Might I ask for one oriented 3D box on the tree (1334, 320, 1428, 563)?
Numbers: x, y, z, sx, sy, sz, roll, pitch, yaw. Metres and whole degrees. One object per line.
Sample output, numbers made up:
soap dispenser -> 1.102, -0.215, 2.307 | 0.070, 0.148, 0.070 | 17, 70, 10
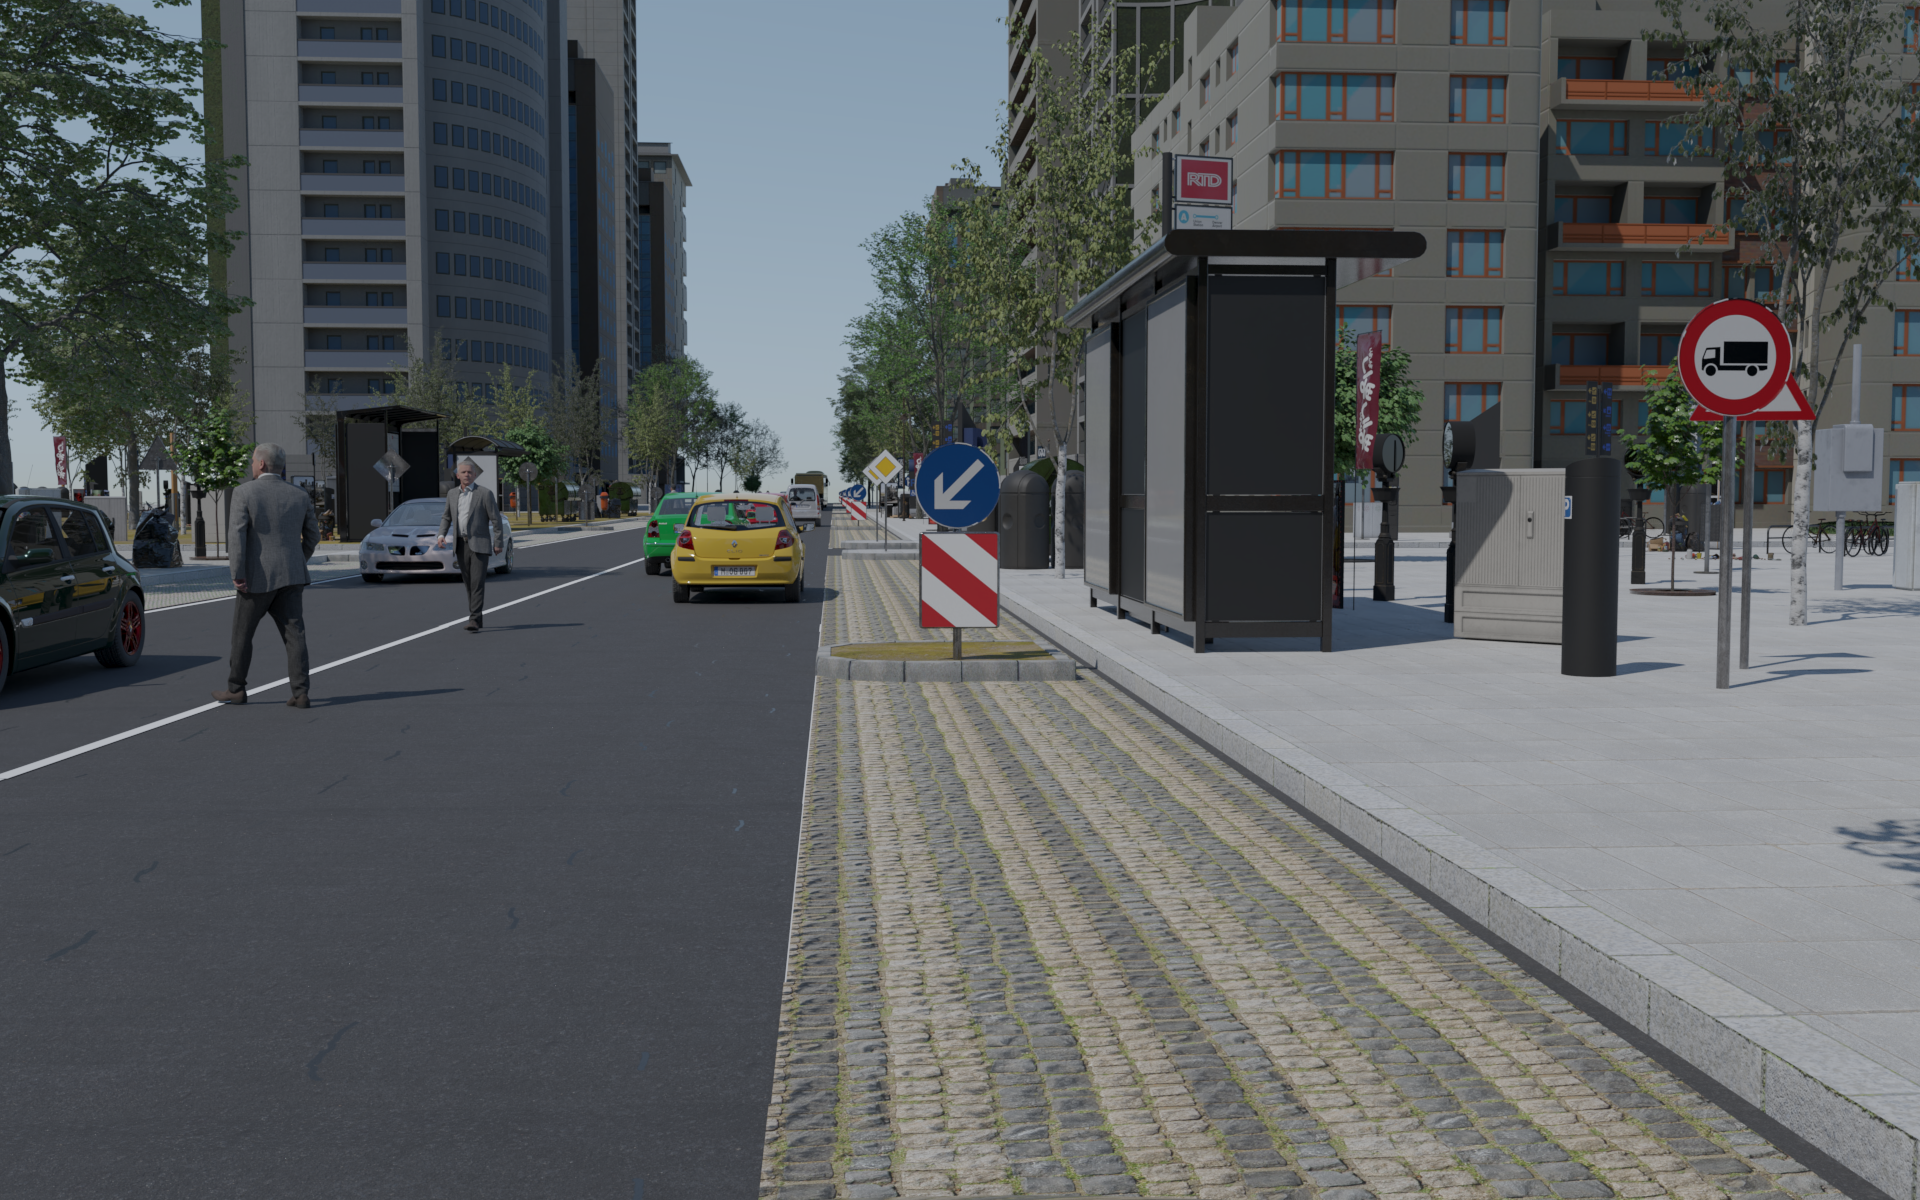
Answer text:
tree -> 7.212, -3.003, 32.818 | 4.285, 4.588, 4.351 | 0, 3, 0

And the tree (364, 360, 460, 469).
tree -> -30.459, -9.058, 98.464 | 4.737, 8.622, 4.395 | 0, 3, 0

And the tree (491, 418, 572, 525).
tree -> -18.234, -5.470, 73.151 | 4.285, 4.588, 4.351 | 0, 3, 0

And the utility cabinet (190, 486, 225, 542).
utility cabinet -> -19.562, -2.254, 45.530 | 1.173, 1.500, 0.318 | 0, 4, 2

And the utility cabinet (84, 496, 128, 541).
utility cabinet -> -23.214, -2.196, 47.073 | 1.020, 1.237, 0.306 | -1, 4, -20

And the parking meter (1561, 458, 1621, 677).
parking meter -> 4.466, -0.235, 12.259 | 0.372, 1.533, 0.369 | 0, 3, 0

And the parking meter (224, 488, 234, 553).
parking meter -> -15.840, -1.796, 37.779 | 0.372, 1.533, 0.369 | 0, 3, 0

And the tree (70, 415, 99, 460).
tree -> -39.123, -7.946, 80.286 | 4.360, 8.622, 3.978 | 0, 3, 0

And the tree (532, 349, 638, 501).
tree -> -19.058, -8.366, 87.151 | 4.360, 8.622, 3.978 | 0, 3, 0

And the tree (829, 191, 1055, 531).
tree -> -0.519, -8.201, 59.848 | 9.928, 11.665, 9.643 | 0, 3, 0

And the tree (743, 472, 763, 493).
tree -> -31.146, -16.881, 259.719 | 4.285, 4.588, 4.351 | 0, 3, 0

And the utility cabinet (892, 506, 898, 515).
utility cabinet -> -3.567, -5.726, 104.786 | 1.020, 1.237, 0.306 | 0, 4, 3

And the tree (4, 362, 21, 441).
tree -> -44.801, -7.858, 78.835 | 4.360, 8.622, 3.978 | 0, 3, 0

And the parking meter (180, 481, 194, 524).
parking meter -> -32.745, -4.134, 73.302 | 0.399, 1.863, 0.255 | 1, 4, 18

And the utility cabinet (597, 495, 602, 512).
utility cabinet -> -19.723, -5.110, 94.708 | 0.306, 1.237, 1.020 | -1, 4, -12

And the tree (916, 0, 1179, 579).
tree -> 1.464, -4.642, 26.252 | 4.737, 8.622, 4.395 | 0, 3, 0

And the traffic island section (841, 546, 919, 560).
traffic island section -> -1.635, -1.006, 38.726 | 2.009, 0.180, 2.903 | 0, 4, -4

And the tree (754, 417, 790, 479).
tree -> -32.476, -22.273, 274.539 | 12.009, 13.543, 11.850 | 0, 3, 0

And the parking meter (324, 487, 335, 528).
parking meter -> -23.940, -3.509, 65.776 | 0.372, 1.533, 0.369 | 0, 3, 0

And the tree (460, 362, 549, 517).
tree -> -24.565, -8.909, 96.025 | 4.737, 8.622, 4.395 | 0, 3, 0

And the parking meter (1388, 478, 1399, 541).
parking meter -> 11.895, -2.559, 47.551 | 0.255, 1.863, 0.399 | 1, 4, 21

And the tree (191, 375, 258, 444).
tree -> -44.905, -9.495, 105.607 | 4.737, 8.622, 4.395 | 0, 3, 0

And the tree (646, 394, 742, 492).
tree -> -23.508, -13.299, 151.845 | 8.767, 10.594, 7.601 | -1, 4, -15

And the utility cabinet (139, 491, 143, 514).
utility cabinet -> -51.966, -6.180, 109.722 | 0.318, 1.500, 1.173 | -1, 4, -23

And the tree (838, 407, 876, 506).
tree -> -9.586, -16.629, 190.014 | 7.486, 12.596, 7.792 | 0, 3, 0

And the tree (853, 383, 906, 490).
tree -> -3.923, -9.591, 107.168 | 4.737, 8.622, 4.395 | 0, 3, 0

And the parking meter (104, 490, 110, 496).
parking meter -> -51.781, -5.912, 105.069 | 0.372, 1.533, 0.369 | 0, 3, 0

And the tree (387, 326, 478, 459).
tree -> -23.374, -7.697, 76.207 | 4.360, 8.622, 3.978 | 0, 3, 0

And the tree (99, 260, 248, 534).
tree -> -24.758, -6.399, 54.982 | 4.360, 8.622, 3.978 | 0, 3, 0

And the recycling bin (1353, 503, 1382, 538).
recycling bin -> 12.006, -2.345, 50.895 | 0.722, 1.027, 0.722 | 0, 4, -5

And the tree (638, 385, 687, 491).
tree -> -20.708, -10.248, 117.920 | 4.360, 8.622, 3.978 | 0, 3, 0

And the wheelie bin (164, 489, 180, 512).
wheelie bin -> -45.385, -5.630, 99.958 | 0.693, 1.594, 0.980 | 2, 4, 28

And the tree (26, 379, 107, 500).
tree -> -44.548, -8.361, 87.067 | 4.737, 8.622, 4.395 | 0, 3, 0

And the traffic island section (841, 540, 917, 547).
traffic island section -> -2.212, -1.493, 46.690 | 2.009, 0.180, 2.903 | 0, 4, -4

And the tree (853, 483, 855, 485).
tree -> -15.118, -15.808, 253.061 | 1.663, 3.219, 1.824 | 0, 3, 0

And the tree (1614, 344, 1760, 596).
tree -> 9.010, -1.679, 22.049 | 1.663, 3.219, 1.824 | 0, 3, 0

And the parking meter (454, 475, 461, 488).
parking meter -> -15.604, -2.967, 54.229 | 0.399, 1.863, 0.255 | -1, 4, -21

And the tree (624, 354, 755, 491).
tree -> -21.159, -12.367, 127.952 | 9.928, 11.665, 9.643 | 0, 3, 0

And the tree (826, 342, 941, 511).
tree -> -5.545, -13.950, 134.734 | 9.857, 13.997, 8.962 | 0, 3, 0

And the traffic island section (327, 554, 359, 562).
traffic island section -> -12.448, -0.958, 37.950 | 2.009, 0.180, 2.903 | 0, 4, -4

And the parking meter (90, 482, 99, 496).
parking meter -> -42.177, -4.814, 84.426 | 0.399, 1.863, 0.255 | 2, 4, 33

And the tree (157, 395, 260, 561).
tree -> -14.395, -2.394, 33.742 | 1.663, 3.219, 1.824 | 0, 3, 0

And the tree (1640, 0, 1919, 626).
tree -> 8.436, -4.057, 16.699 | 4.360, 8.622, 3.978 | 0, 3, 0

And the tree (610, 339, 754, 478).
tree -> -23.097, -13.940, 138.282 | 12.009, 13.543, 11.850 | 0, 3, 0

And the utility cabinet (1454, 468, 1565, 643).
utility cabinet -> 4.886, -0.384, 14.963 | 1.173, 1.500, 0.318 | 3, 5, 42

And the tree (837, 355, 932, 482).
tree -> -4.637, -11.031, 114.768 | 7.601, 10.594, 8.767 | 0, 4, 5

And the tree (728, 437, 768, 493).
tree -> -26.708, -15.857, 209.627 | 4.737, 8.622, 4.395 | 0, 3, 0

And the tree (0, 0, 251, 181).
tree -> -14.702, -6.559, 25.368 | 7.486, 12.596, 7.792 | 0, 3, 0

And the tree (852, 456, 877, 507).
tree -> -9.149, -13.987, 179.050 | 4.360, 8.622, 3.978 | 0, 3, 0

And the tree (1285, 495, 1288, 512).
tree -> 16.813, -5.764, 88.846 | 1.663, 3.219, 1.824 | 0, 3, 0

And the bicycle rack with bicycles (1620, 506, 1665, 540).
bicycle rack with bicycles -> 18.448, -2.228, 49.816 | 2.925, 0.926, 2.852 | 3, 4, 37

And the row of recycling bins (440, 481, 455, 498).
row of recycling bins -> -16.798, -3.023, 56.544 | 1.069, 1.692, 3.534 | -1, 4, -21

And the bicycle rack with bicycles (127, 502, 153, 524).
bicycle rack with bicycles -> -35.277, -3.700, 73.883 | 2.852, 0.926, 2.925 | 0, 4, 6

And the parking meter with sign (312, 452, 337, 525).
parking meter with sign -> -26.189, -4.672, 72.642 | 1.738, 3.016, 0.543 | -1, 4, -15

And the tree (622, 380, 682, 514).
tree -> -20.142, -9.912, 112.420 | 4.737, 8.622, 4.395 | 0, 3, 0

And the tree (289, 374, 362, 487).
tree -> -39.210, -9.609, 107.472 | 4.360, 8.622, 3.978 | 0, 3, 0

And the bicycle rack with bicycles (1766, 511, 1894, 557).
bicycle rack with bicycles -> 18.636, -1.417, 36.558 | 2.925, 0.926, 2.852 | -2, 4, -28

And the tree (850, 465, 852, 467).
tree -> -13.861, -17.593, 238.005 | 4.737, 8.622, 4.395 | 0, 3, 0
